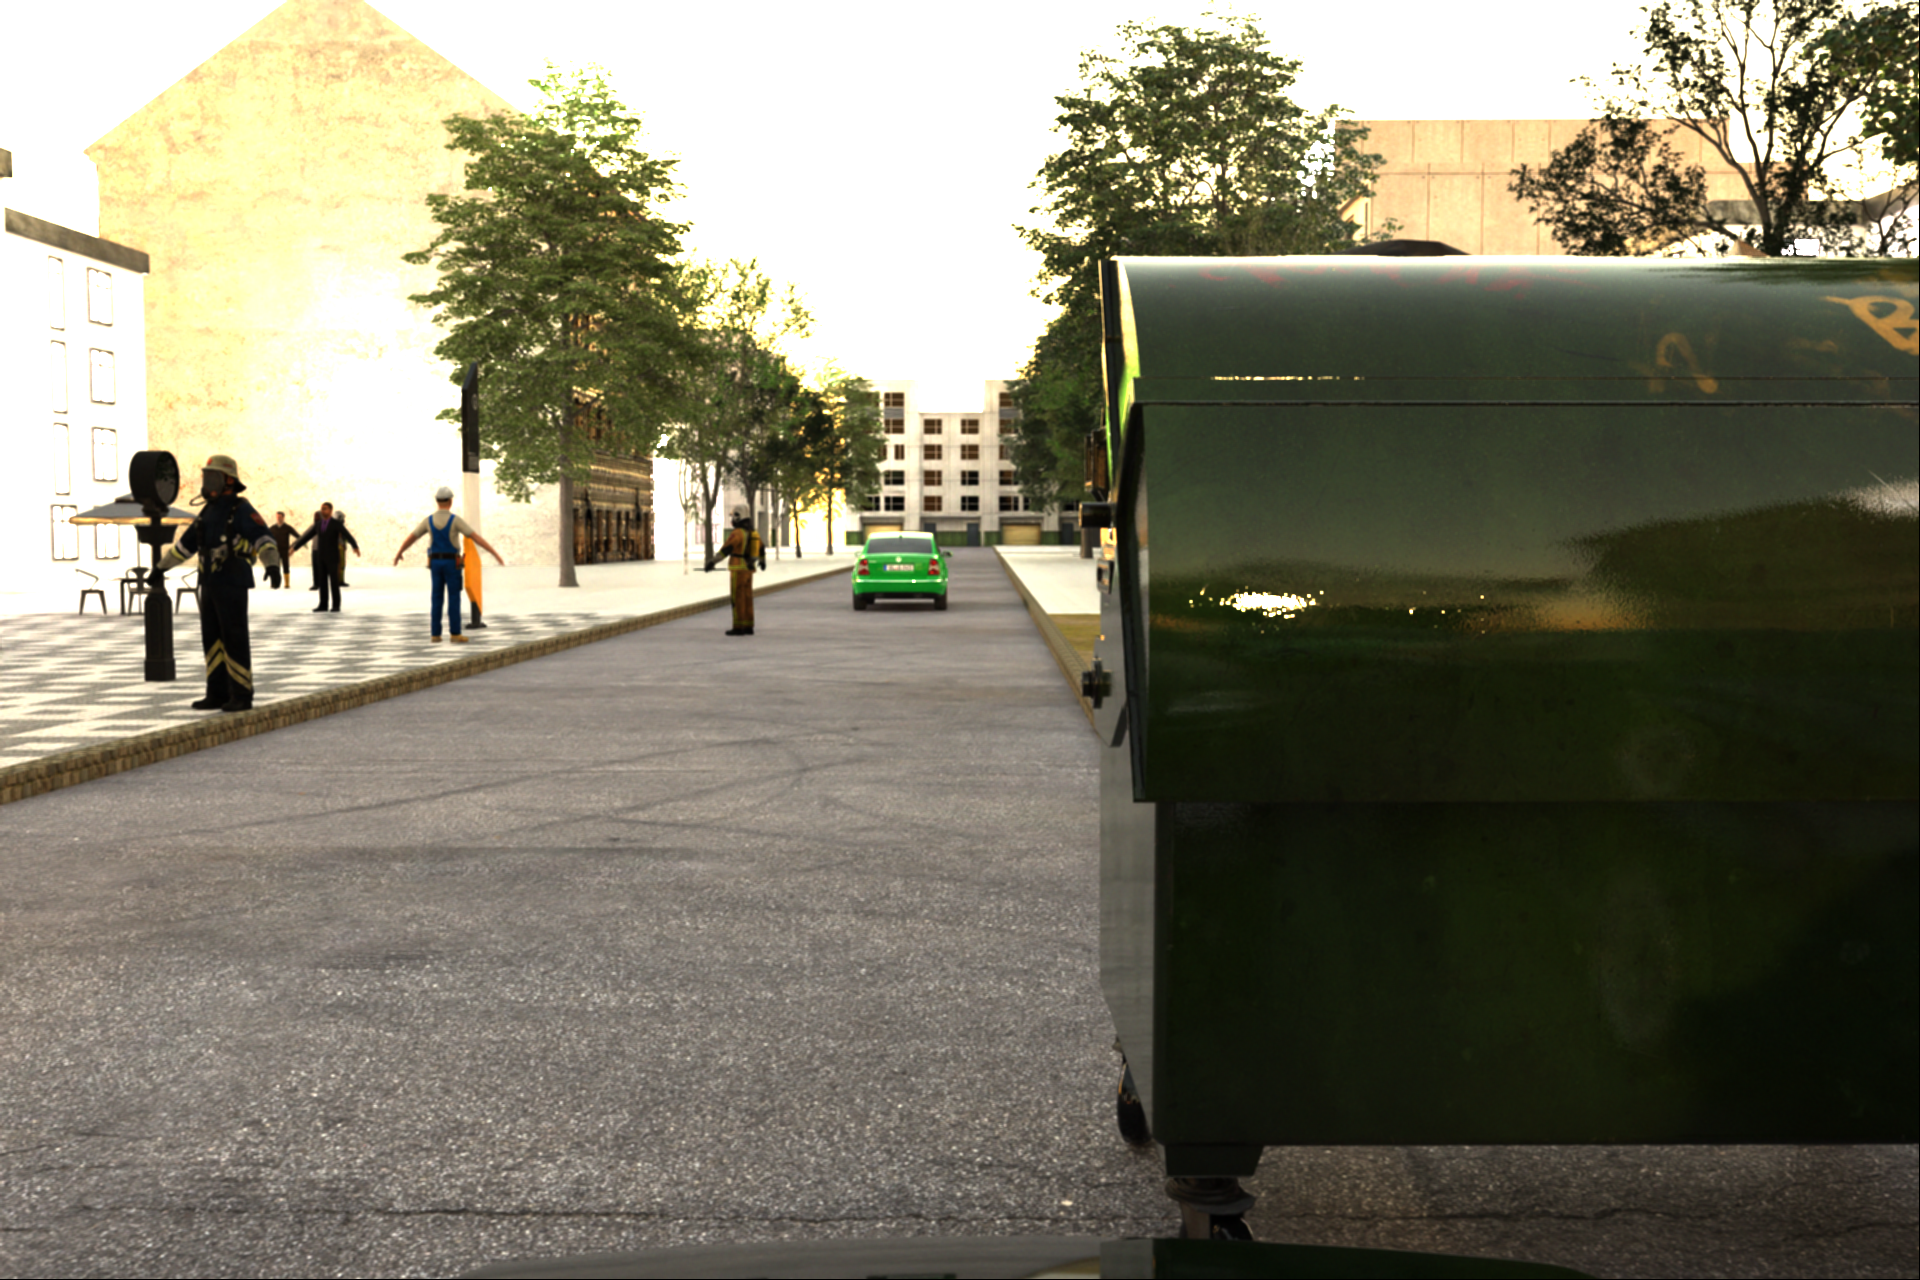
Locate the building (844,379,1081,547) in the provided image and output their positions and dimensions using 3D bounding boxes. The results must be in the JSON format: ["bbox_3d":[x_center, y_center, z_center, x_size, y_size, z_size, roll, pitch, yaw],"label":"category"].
[{"bbox_3d":[2.630,-20.493,203.975,31.486,18.905,16.747,0,4,-1],"label":"building"}]

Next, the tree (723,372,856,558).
[{"bbox_3d":[-8.954,-9.731,93.516,7.601,10.594,8.767,3,4,39],"label":"tree"}]

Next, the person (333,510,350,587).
[{"bbox_3d":[-15.178,-2.239,42.381,1.354,1.858,0.705,3,5,43],"label":"person"}]

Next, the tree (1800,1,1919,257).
[{"bbox_3d":[10.346,-6.437,11.906,9.857,13.997,8.962,0,3,0],"label":"tree"}]

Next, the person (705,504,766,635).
[{"bbox_3d":[-3.122,-1.001,24.594,0.705,1.858,1.354,2,4,29],"label":"person"}]

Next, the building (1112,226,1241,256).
[{"bbox_3d":[24.644,-17.576,131.335,27.936,21.610,32.646,0,4,1],"label":"building"}]

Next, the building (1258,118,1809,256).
[{"bbox_3d":[24.423,-13.213,82.495,16.747,18.905,31.486,0,4,1],"label":"building"}]

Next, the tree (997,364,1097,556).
[{"bbox_3d":[7.299,-11.779,102.963,12.009,13.543,11.850,0,3,0],"label":"tree"}]

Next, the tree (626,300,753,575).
[{"bbox_3d":[-8.898,-6.369,54.501,4.360,8.622,3.978,0,3,0],"label":"tree"}]

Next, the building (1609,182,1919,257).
[{"bbox_3d":[23.429,-6.217,43.803,9.099,9.664,28.070,0,4,0],"label":"building"}]

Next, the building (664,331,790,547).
[{"bbox_3d":[-26.662,-18.302,165.698,16.747,18.905,31.486,0,4,2],"label":"building"}]

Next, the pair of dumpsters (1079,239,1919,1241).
[{"bbox_3d":[2.466,0.081,3.631,4.436,2.255,1.574,0,4,0],"label":"pair of dumpsters"}]

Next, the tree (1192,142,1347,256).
[{"bbox_3d":[6.105,-5.060,33.094,4.360,8.622,3.978,0,3,0],"label":"tree"}]

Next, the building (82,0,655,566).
[{"bbox_3d":[-24.715,-15.074,77.386,19.493,23.208,18.063,0,4,1],"label":"building"}]

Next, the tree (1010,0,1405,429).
[{"bbox_3d":[6.123,-8.278,41.998,9.857,13.997,8.962,0,3,0],"label":"tree"}]

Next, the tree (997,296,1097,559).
[{"bbox_3d":[6.795,-11.263,90.802,9.857,13.997,8.962,0,3,0],"label":"tree"}]

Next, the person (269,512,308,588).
[{"bbox_3d":[-16.124,-2.138,41.097,1.346,1.812,0.704,0,4,-2],"label":"person"}]

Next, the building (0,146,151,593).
[{"bbox_3d":[-25.272,-5.871,38.141,9.099,9.664,28.070,0,4,1],"label":"building"}]

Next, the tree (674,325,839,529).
[{"bbox_3d":[-8.891,-8.626,75.453,8.767,10.594,7.601,2,4,24],"label":"tree"}]

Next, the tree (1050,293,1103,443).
[{"bbox_3d":[6.590,-7.444,56.120,7.601,10.594,8.767,-3,5,-41],"label":"tree"}]

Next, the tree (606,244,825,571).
[{"bbox_3d":[-8.796,-8.287,61.249,9.928,11.665,9.643,0,3,0],"label":"tree"}]

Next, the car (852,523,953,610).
[{"bbox_3d":[-1.124,-1.541,33.986,1.959,1.807,4.718,0,3,0],"label":"car"}]

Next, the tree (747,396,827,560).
[{"bbox_3d":[-8.843,-8.247,85.197,4.737,8.622,4.395,0,3,0],"label":"tree"}]

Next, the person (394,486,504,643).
[{"bbox_3d":[-6.085,-0.897,20.517,1.347,1.847,0.705,0,4,6],"label":"person"}]

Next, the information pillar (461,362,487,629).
[{"bbox_3d":[-6.601,-1.961,23.422,0.183,3.616,0.504,0,4,2],"label":"information pillar"}]

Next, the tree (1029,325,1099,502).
[{"bbox_3d":[7.088,-9.891,79.847,7.486,12.596,7.792,0,3,0],"label":"tree"}]

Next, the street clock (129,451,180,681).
[{"bbox_3d":[-7.008,-0.645,15.117,0.358,2.002,0.471,0,4,1],"label":"street clock"}]

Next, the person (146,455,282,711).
[{"bbox_3d":[-5.378,-0.418,12.607,1.354,1.856,0.705,2,4,28],"label":"person"}]

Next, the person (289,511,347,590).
[{"bbox_3d":[-14.615,-2.040,39.490,1.348,1.813,0.705,0,4,4],"label":"person"}]

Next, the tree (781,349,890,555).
[{"bbox_3d":[-7.834,-11.528,106.617,7.486,12.596,7.792,0,3,0],"label":"tree"}]

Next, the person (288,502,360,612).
[{"bbox_3d":[-10.440,-1.366,28.565,1.346,1.802,0.704,1,4,16],"label":"person"}]

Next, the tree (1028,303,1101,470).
[{"bbox_3d":[6.260,-8.793,69.518,9.928,11.665,9.643,0,3,0],"label":"tree"}]

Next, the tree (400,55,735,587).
[{"bbox_3d":[-9.311,-7.543,41.454,7.486,12.596,7.792,0,3,0],"label":"tree"}]

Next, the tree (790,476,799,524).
[{"bbox_3d":[-22.428,-17.956,200.241,9.857,13.997,8.962,0,3,0],"label":"tree"}]

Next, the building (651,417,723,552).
[{"bbox_3d":[-22.848,-11.793,134.964,9.099,9.664,28.070,0,4,2],"label":"building"}]

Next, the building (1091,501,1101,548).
[{"bbox_3d":[26.279,-20.449,178.311,27.936,21.610,32.646,0,4,0],"label":"building"}]

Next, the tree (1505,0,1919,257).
[{"bbox_3d":[11.756,-5.462,23.711,8.767,10.594,7.601,1,4,22],"label":"tree"}]
